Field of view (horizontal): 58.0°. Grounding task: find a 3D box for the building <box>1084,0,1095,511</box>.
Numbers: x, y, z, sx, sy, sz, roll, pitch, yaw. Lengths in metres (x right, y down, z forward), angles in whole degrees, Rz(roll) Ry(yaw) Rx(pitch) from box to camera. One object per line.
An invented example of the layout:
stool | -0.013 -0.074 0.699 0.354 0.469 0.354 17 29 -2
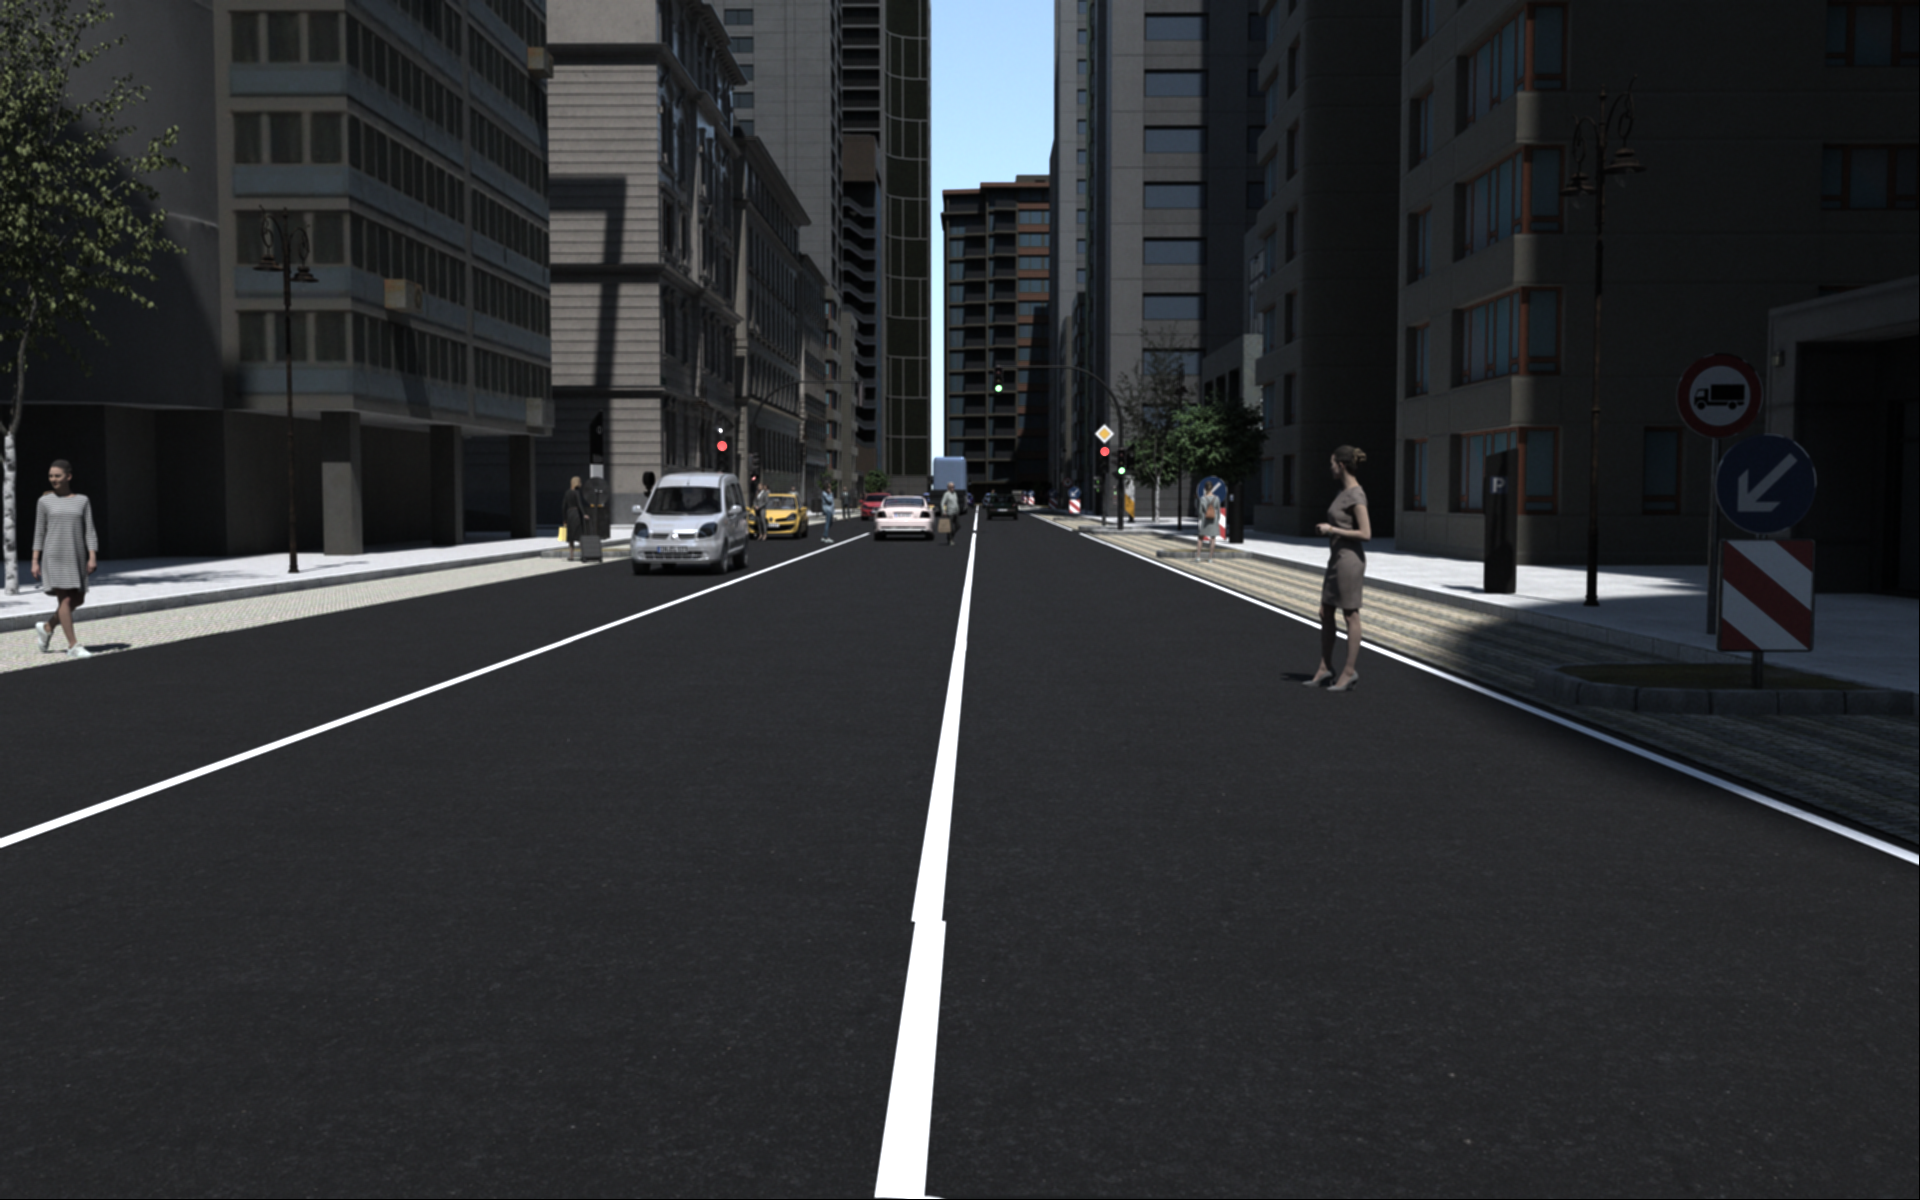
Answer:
building | 16.854 -27.731 136.991 14.154 41.232 14.086 0 4 1

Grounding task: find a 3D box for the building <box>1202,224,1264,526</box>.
building | 27.028 -46.838 78.469 31.000 86.520 22.319 0 4 1

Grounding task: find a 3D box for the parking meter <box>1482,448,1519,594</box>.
parking meter | 6.975 -1.019 22.378 0.399 1.863 0.255 2 4 33

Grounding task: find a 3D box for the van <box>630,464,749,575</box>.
van | -4.969 -1.537 32.139 2.013 2.044 4.112 0 4 1

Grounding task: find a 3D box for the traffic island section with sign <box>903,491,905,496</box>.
traffic island section with sign | -6.590 -11.607 198.403 1.989 1.847 2.006 0 4 1

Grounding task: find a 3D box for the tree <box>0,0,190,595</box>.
tree | -12.097 -4.383 22.020 4.737 8.622 4.395 0 3 0

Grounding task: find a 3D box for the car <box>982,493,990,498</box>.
car | 3.349 -10.840 186.831 1.945 1.707 3.694 0 4 -1

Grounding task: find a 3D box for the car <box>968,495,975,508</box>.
car | 0.573 -9.845 173.545 1.945 1.354 3.894 0 4 1

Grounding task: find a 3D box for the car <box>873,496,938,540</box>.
car | -1.738 -2.600 54.871 2.083 1.381 4.827 0 4 0

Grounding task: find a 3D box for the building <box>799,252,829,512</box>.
building | -15.758 -17.436 134.235 9.793 20.994 18.267 0 4 1

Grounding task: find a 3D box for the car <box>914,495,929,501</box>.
car | -3.882 -9.538 168.530 1.945 1.354 3.894 0 4 -1

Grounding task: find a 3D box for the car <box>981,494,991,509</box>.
car | 3.118 -9.819 172.538 2.014 1.417 4.499 0 4 1

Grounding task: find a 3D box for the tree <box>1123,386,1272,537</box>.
tree | 7.923 -4.231 52.895 4.285 4.588 4.351 0 3 0

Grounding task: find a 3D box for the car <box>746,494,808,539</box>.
car | -5.903 -2.802 56.035 2.015 1.641 3.980 0 4 0

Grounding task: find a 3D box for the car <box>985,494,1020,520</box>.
car | 2.384 -5.328 96.907 2.009 1.686 4.222 0 4 1

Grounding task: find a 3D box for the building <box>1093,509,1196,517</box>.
building | 18.867 -34.578 107.345 21.231 58.520 28.212 0 4 1

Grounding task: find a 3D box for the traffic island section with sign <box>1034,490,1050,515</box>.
traffic island section with sign | 6.370 -6.895 121.354 1.989 1.847 2.006 0 4 1

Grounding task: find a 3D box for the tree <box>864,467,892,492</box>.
tree | -9.768 -13.362 202.176 4.285 4.588 4.351 0 3 0

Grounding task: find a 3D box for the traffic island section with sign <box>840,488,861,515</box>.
traffic island section with sign | -7.433 -6.899 121.428 1.989 1.847 2.006 0 4 1

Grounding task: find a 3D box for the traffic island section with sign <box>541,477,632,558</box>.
traffic island section with sign | -8.350 -1.889 39.510 1.989 1.847 2.006 0 4 1

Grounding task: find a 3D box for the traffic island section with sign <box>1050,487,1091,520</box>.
traffic island section with sign | 6.082 -5.234 94.196 1.989 1.847 2.006 0 4 1

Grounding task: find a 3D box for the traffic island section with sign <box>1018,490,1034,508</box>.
traffic island section with sign | 6.935 -9.978 171.763 1.989 1.847 2.006 0 4 1

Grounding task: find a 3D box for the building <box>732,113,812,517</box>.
building | -18.859 -16.910 109.756 16.112 22.955 30.059 0 4 1

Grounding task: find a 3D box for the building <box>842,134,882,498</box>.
building | -17.035 -34.357 211.843 14.200 45.320 14.600 0 4 1

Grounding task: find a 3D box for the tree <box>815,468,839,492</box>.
tree | -9.591 -8.033 125.946 1.663 3.219 1.824 0 3 0

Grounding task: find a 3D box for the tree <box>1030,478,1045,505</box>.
tree | 9.518 -13.129 209.263 1.663 3.219 1.824 0 3 0

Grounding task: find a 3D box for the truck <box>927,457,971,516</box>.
truck | -0.993 -7.902 118.948 2.967 4.110 18.799 0 4 2

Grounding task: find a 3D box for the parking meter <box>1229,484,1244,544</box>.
parking meter | 7.185 -2.238 45.006 0.372 1.533 0.369 0 3 0

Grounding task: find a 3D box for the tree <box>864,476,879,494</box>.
tree | -9.232 -11.383 180.706 1.663 3.219 1.824 0 3 0

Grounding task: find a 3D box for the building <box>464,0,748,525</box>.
building | -18.462 -18.056 82.599 14.401 28.519 23.554 0 4 1

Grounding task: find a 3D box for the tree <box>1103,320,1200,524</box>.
tree | 8.315 -7.529 73.468 4.360 8.622 3.978 0 3 0

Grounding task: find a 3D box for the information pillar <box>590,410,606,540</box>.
information pillar | -10.124 -3.484 48.326 0.183 3.616 0.504 2 4 27

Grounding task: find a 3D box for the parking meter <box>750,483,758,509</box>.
parking meter | -10.018 -4.816 84.458 0.399 1.863 0.255 0 4 7

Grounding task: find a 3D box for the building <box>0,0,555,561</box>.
building | -23.782 -21.557 44.339 23.993 40.220 32.217 0 4 1

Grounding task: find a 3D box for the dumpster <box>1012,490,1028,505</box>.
dumpster | 6.941 -11.848 201.924 1.865 1.857 1.264 0 4 2

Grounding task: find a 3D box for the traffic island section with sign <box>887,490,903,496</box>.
traffic island section with sign | -6.888 -9.959 171.449 1.989 1.847 2.006 0 4 1

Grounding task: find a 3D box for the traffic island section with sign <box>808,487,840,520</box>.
traffic island section with sign | -7.751 -5.251 94.475 1.989 1.847 2.006 0 4 1

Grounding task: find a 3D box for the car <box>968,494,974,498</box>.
car | 0.790 -12.525 214.376 1.945 1.707 3.694 0 4 -1

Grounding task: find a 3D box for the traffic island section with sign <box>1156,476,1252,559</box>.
traffic island section with sign | 5.472 -1.861 39.060 1.989 1.847 2.006 0 4 1

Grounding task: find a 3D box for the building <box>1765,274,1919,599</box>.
building | 20.792 -35.005 10.584 20.563 71.187 20.611 0 4 1

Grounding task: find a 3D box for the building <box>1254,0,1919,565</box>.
building | 23.837 -12.215 44.762 27.650 21.520 28.899 0 4 1

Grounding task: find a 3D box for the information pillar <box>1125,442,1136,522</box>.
information pillar | 7.675 -5.313 78.229 0.504 3.616 0.183 -2 4 -25

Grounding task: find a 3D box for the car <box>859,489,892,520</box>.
car | -4.463 -5.280 95.364 2.155 1.783 4.494 0 4 1

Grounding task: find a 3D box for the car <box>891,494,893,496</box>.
car | -7.162 -9.679 168.038 2.009 1.686 4.222 0 4 0

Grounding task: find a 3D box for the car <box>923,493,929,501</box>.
car | -3.290 -10.618 183.189 1.945 1.707 3.694 0 4 2

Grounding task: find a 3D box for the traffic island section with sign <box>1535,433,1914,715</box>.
traffic island section with sign | 5.168 -0.213 12.106 1.989 1.847 2.006 0 4 1
